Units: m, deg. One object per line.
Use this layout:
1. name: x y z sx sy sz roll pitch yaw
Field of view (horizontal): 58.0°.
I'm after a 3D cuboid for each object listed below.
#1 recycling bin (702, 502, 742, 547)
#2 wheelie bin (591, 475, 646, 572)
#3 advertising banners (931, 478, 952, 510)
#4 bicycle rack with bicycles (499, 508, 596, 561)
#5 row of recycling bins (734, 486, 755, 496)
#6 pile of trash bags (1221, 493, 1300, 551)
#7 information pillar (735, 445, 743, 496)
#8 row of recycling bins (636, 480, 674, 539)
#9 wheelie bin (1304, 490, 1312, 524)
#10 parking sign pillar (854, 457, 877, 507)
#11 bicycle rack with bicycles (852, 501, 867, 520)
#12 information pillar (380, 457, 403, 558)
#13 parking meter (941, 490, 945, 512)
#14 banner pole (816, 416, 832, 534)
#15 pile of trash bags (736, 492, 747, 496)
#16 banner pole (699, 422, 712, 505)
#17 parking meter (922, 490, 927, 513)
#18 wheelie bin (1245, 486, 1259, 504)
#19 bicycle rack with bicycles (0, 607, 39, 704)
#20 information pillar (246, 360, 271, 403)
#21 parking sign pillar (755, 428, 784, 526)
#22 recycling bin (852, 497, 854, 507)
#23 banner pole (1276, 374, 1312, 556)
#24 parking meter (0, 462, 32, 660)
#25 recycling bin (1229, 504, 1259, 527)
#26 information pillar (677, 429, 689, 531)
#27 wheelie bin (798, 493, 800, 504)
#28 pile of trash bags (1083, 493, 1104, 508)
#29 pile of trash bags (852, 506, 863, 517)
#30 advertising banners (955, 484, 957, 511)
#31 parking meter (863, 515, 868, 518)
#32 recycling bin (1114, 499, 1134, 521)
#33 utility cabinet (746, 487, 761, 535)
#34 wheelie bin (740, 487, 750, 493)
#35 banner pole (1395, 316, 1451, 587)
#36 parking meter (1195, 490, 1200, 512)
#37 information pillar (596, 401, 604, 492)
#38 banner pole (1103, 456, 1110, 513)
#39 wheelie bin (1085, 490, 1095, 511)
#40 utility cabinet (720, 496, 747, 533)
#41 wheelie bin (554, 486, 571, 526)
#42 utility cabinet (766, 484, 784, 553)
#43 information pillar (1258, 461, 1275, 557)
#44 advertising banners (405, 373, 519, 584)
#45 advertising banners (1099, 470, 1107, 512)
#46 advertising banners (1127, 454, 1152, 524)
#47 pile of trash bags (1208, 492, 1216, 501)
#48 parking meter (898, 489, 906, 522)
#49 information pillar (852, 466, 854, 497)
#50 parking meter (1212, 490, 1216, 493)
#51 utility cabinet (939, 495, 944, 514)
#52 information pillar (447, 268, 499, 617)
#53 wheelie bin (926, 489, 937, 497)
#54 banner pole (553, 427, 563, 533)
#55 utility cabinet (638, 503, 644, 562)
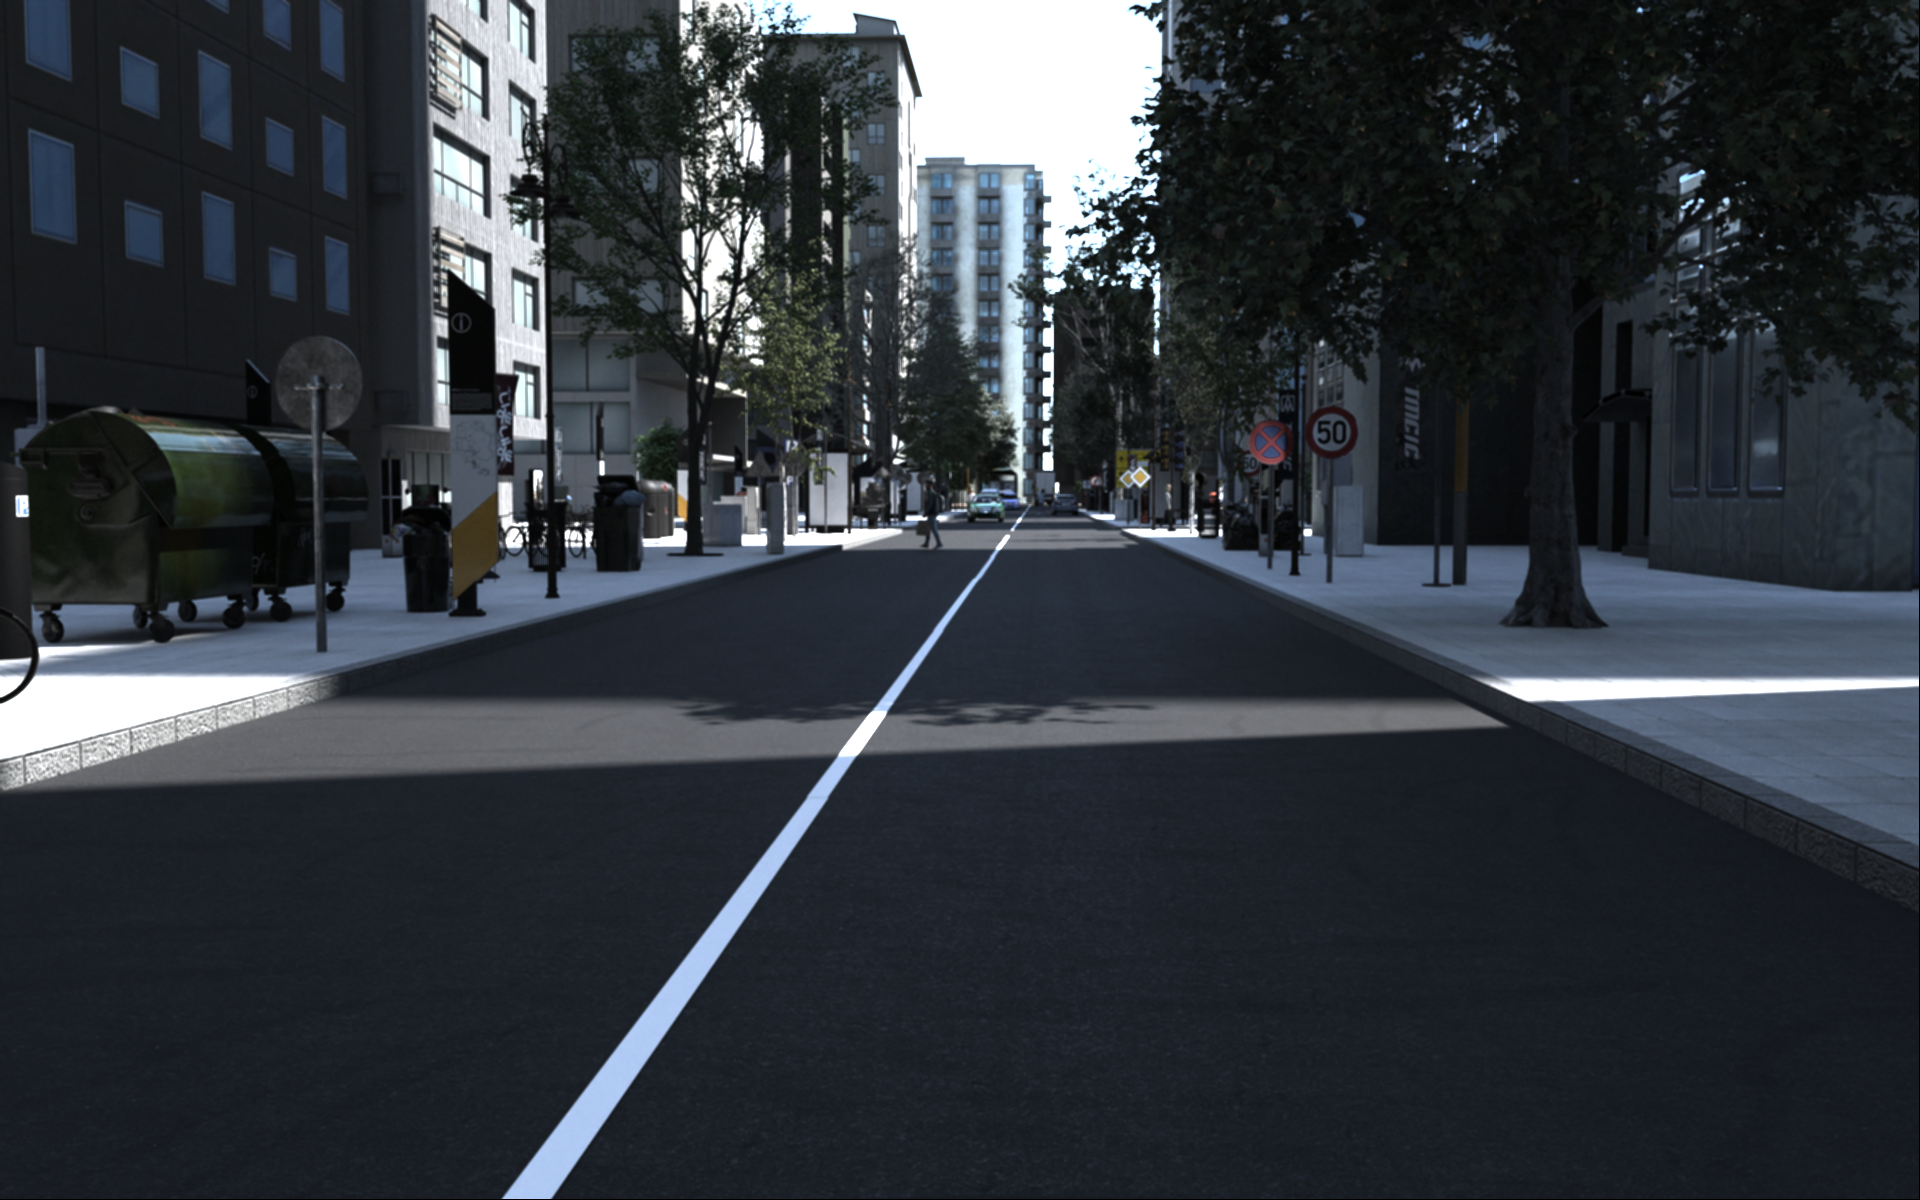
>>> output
1. recycling bin: -5.852 -1.838 42.603 0.722 1.027 0.722 3 4 37
2. wheelie bin: -5.680 -1.275 28.758 0.980 1.594 0.693 1 4 10
3. advertising banners: -1.489 -8.851 140.908 2.074 3.025 0.090 2 4 28
4. bicycle rack with bicycles: -8.656 -1.303 34.693 2.852 0.926 2.925 -2 4 -35
5. row of recycling bins: -14.055 -6.282 109.821 3.534 1.692 1.069 1 4 14
6. pile of trash bags: 7.139 -1.902 40.850 1.912 1.369 3.447 1 4 11
7. information pillar: -10.610 -5.606 83.006 0.183 3.616 0.504 3 4 37
8. row of recycling bins: -9.062 -2.673 50.813 1.069 1.692 3.534 0 4 -1
9. wheelie bin: 15.261 -4.087 74.735 0.980 1.594 0.693 1 4 9
10. parking sign pillar: -6.983 -8.339 124.821 1.447 3.967 1.447 0 4 5
11. bicycle rack with bicycles: -5.518 -4.438 85.940 2.925 0.926 2.852 1 4 17
12. information pillar: -11.455 -1.861 34.919 0.304 2.012 0.304 2 4 33
13. parking meter: -1.249 -6.956 122.148 0.372 1.533 0.369 0 3 0
14. banner pole: -4.440 -4.026 55.839 0.401 3.779 0.863 -2 4 -32
15. pile of trash bags: -8.578 -3.964 74.556 1.912 1.369 3.447 -3 5 -43
16. banner pole: -8.905 -4.313 60.533 0.863 3.779 0.401 2 4 33
17. parking meter: -2.702 -7.558 131.983 0.372 1.533 0.369 0 3 0
18. wheelie bin: 11.972 -3.777 69.655 0.980 1.594 0.693 -1 4 -11
19. bicycle rack with bicycles: -7.042 0.185 10.351 2.925 0.926 2.852 0 4 -8
20. information pillar: -12.212 -2.376 30.199 0.504 3.616 0.183 1 4 22
21. parking sign pillar: -7.690 -5.037 70.823 1.447 3.967 1.447 0 4 4
22. recycling bin: -8.207 -7.450 134.359 0.722 1.027 0.722 2 4 26
23. banner pole: 7.009 -2.835 36.372 0.401 3.779 0.863 -3 5 -45
24. parking meter: -7.462 -0.312 13.506 0.372 1.533 0.369 0 3 0
25. recycling bin: 7.302 -1.920 43.939 0.722 1.027 0.722 3 5 39
26. information pillar: -9.475 -4.176 59.639 0.504 3.616 0.183 0 4 1
27. wheelie bin: -8.658 -4.956 88.936 0.980 1.594 0.693 3 4 37
28. pile of trash bags: 11.091 -8.012 140.753 1.912 1.369 3.447 -2 4 -31
29. pile of trash bags: -6.414 -5.270 95.910 3.447 1.369 1.912 1 4 18
30. advertising banners: -0.299 -8.185 130.014 0.090 3.025 2.074 0 4 1
31. parking meter: -5.045 -5.202 93.462 0.372 1.533 0.369 0 3 0
32. recycling bin: 7.993 -4.389 84.309 0.722 1.027 0.722 3 5 39
33. utility cabinet: -6.481 -2.793 54.337 0.318 1.500 1.173 0 4 1
34. wheelie bin: -9.859 -4.452 80.697 0.980 1.594 0.693 1 4 11
35. banner pole: 6.444 -2.087 24.134 0.863 3.779 0.401 2 4 35
36. parking meter: 15.866 -6.548 115.466 0.372 1.533 0.369 0 3 0
37. information pillar: -8.977 -3.175 43.258 0.183 3.616 0.504 0 3 0
38. banner pole: 9.691 -7.613 114.494 0.863 3.779 0.401 -2 4 -35
39. wheelie bin: 10.014 -7.625 132.569 0.693 1.594 0.980 -2 4 -33
40. utility cabinet: -7.348 -2.788 56.743 1.020 1.237 0.306 2 4 31
41. wheelie bin: -16.235 -3.819 70.342 0.980 1.594 0.693 0 4 1
42. utility cabinet: -4.003 -1.754 37.357 0.318 1.500 1.173 -1 4 -10
43. information pillar: 6.285 -1.897 35.515 0.304 2.012 0.304 1 4 9
44. advertising banners: -7.014 -1.736 24.579 0.090 3.025 2.074 2 4 33
45. advertising banners: 10.465 -7.854 124.597 0.090 3.025 2.074 2 4 30
46. advertising banners: 8.095 -4.843 75.365 2.074 3.025 0.090 3 5 43
47. pile of trash bags: 15.599 -5.439 98.672 3.447 1.369 1.912 -2 4 -29
48. parking meter: -2.708 -4.421 80.701 0.372 1.533 0.369 0 3 0
49. information pillar: -8.364 -8.802 135.263 0.504 3.616 0.183 -2 4 -26
50. parking meter: 15.530 -5.935 105.444 0.372 1.533 0.369 0 3 0
51. utility cabinet: -1.374 -6.281 113.863 0.306 1.237 1.020 1 4 18
52. information pillar: -5.097 -1.636 18.105 0.504 3.616 0.183 0 4 -1
53. wheelie bin: -1.865 -6.570 115.320 0.980 1.594 0.693 -3 5 -45
54. banner pole: -13.287 -4.095 56.970 0.401 3.779 0.863 -3 5 -45
55. utility cabinet: -6.209 -1.344 33.129 0.306 1.237 1.020 0 4 -8
